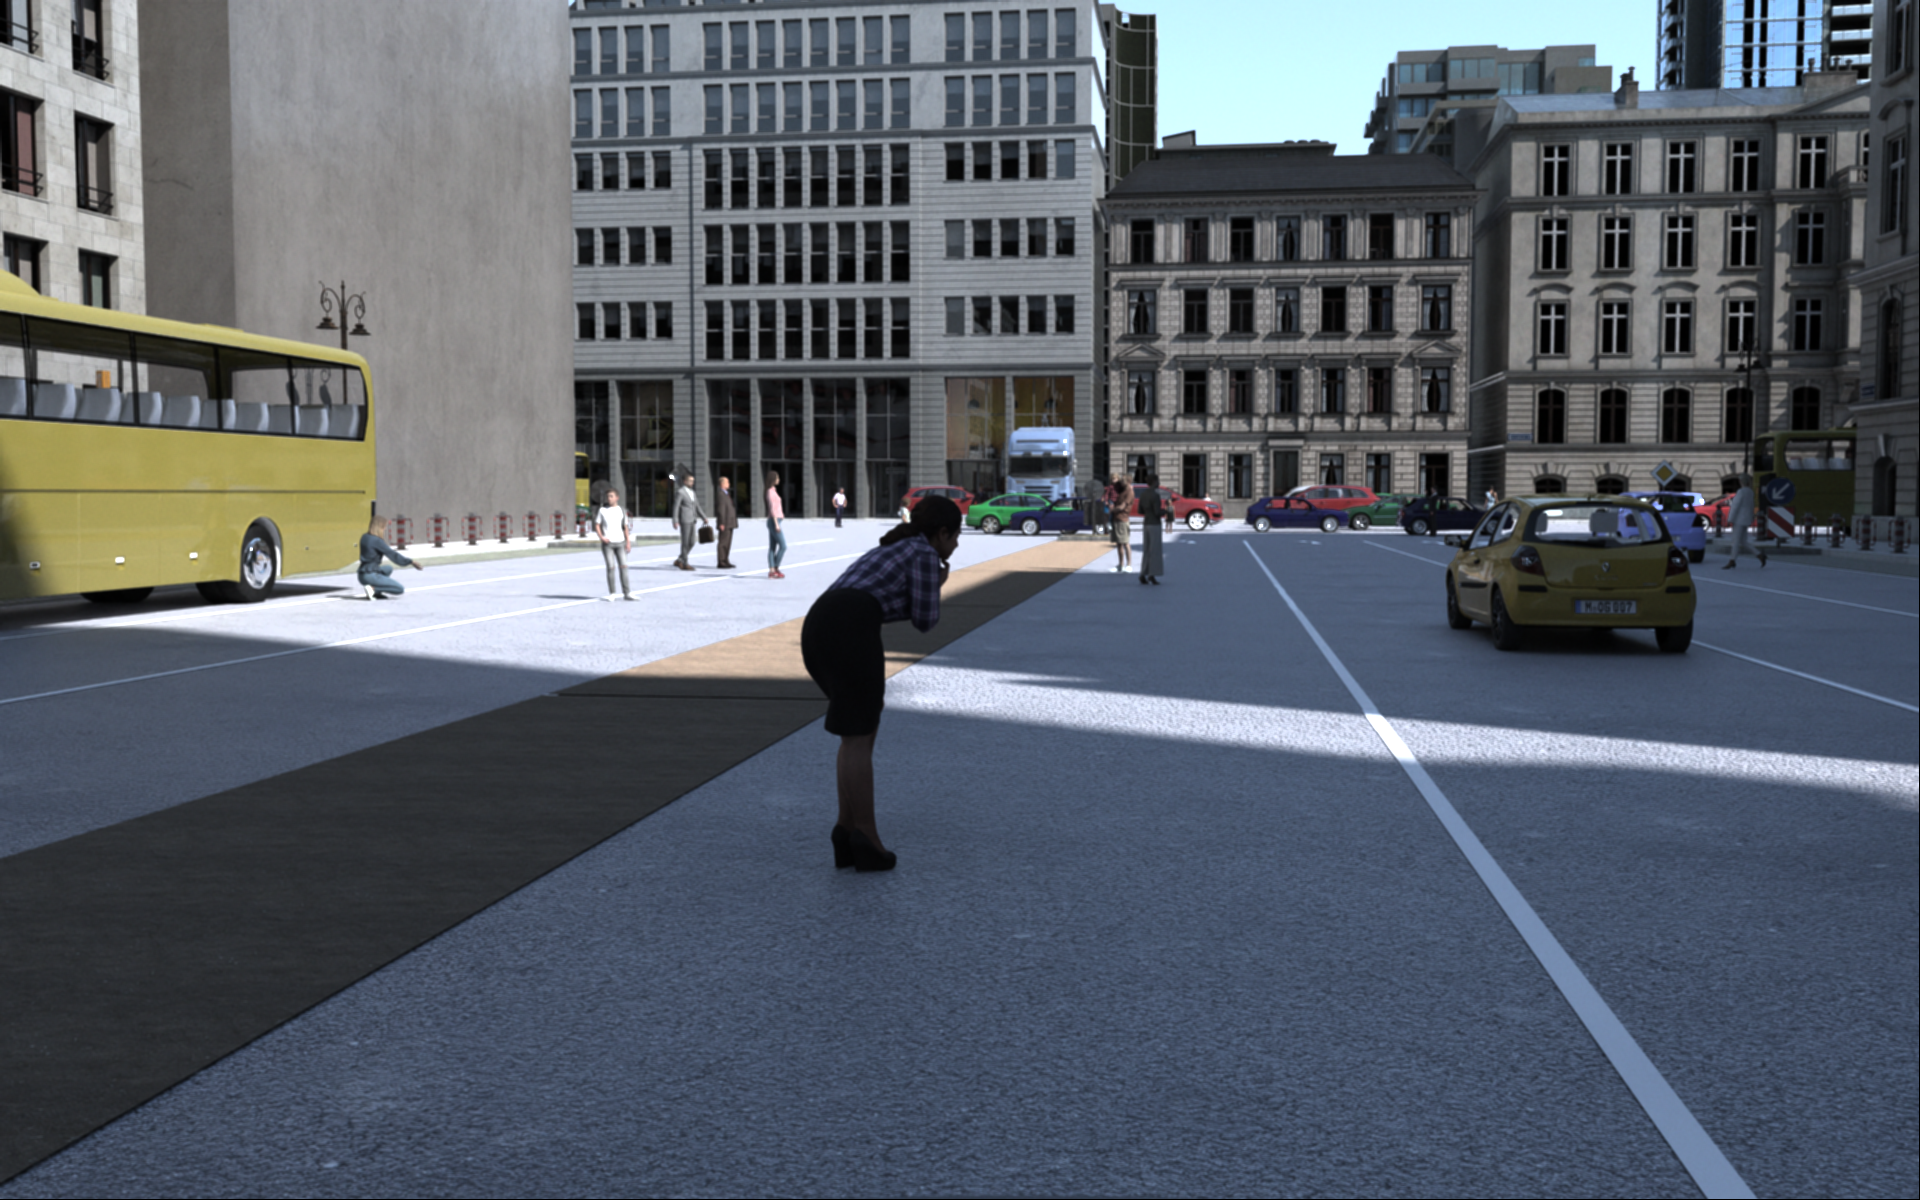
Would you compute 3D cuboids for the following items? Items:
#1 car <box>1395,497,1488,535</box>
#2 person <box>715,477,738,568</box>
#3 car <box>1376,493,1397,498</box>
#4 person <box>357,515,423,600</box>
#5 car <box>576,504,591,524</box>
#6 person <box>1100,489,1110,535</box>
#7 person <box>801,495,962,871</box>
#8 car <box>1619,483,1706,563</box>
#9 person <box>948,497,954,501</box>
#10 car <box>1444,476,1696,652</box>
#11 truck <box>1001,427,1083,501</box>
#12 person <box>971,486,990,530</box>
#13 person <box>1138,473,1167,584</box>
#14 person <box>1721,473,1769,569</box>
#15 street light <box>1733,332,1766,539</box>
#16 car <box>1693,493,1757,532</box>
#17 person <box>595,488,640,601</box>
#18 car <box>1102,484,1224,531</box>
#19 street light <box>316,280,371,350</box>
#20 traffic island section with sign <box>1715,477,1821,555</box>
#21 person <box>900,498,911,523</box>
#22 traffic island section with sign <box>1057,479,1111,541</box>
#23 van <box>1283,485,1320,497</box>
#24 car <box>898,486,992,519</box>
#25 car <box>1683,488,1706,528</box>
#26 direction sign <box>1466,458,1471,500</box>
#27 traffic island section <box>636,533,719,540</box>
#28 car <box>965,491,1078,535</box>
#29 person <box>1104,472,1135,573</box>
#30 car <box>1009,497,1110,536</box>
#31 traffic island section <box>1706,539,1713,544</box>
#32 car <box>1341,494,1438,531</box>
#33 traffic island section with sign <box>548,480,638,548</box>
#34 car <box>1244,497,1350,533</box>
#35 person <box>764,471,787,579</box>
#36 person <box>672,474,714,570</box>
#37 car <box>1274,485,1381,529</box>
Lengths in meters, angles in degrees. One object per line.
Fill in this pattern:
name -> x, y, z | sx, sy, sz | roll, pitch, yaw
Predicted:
car -> 17.303, -2.940, 60.657 | 3.894, 1.354, 1.945 | 0, 4, 6
person -> -4.505, -1.495, 33.502 | 0.434, 1.755, 0.990 | 0, 4, 6
car -> 19.762, -4.544, 83.089 | 4.718, 1.807, 1.959 | 1, 4, 10
person -> -7.918, -0.592, 23.676 | 0.738, 1.151, 1.012 | -3, 5, -44
car -> -19.624, -4.280, 81.784 | 4.920, 1.459, 2.131 | 1, 4, 8
person -> 4.867, -2.869, 57.278 | 0.647, 1.594, 0.662 | -3, 5, -40
person -> -0.291, 0.311, 6.655 | 0.697, 1.427, 0.421 | -3, 4, -37
car -> 14.884, -1.712, 37.584 | 1.945, 1.707, 3.694 | 1, 4, 8
person -> -0.327, -2.057, 46.035 | 0.435, 1.345, 0.340 | 3, 4, 37
car -> 5.929, -0.426, 17.192 | 2.015, 1.641, 3.980 | 0, 4, 7
truck -> 4.234, -5.230, 75.276 | 2.967, 4.110, 18.799 | 1, 4, 8
person -> 0.890, -3.685, 69.307 | 0.990, 1.755, 0.434 | 0, 4, -7
person -> 3.076, -1.127, 27.472 | 0.362, 1.759, 0.519 | -2, 4, -31
person -> 14.960, -1.504, 32.974 | 0.818, 1.842, 0.514 | 2, 4, 29
street light -> 22.520, -4.695, 49.551 | 0.468, 5.910, 1.993 | 1, 4, 8
car -> 28.582, -3.368, 64.108 | 4.494, 1.783, 2.155 | 1, 4, 10
person -> -4.611, -0.745, 23.281 | 0.523, 1.515, 0.503 | 3, 4, 36
car -> 7.716, -3.643, 68.230 | 5.304, 1.827, 2.281 | 1, 4, 9
street light -> -13.359, -3.968, 37.664 | 0.468, 5.910, 1.993 | 1, 4, 8
traffic island section with sign -> 19.293, -2.011, 41.500 | 1.989, 1.847, 2.006 | 1, 4, 8
person -> -1.307, -1.833, 42.375 | 0.340, 1.345, 0.435 | -1, 4, -19
traffic island section with sign -> 4.082, -2.767, 53.376 | 2.006, 1.907, 1.989 | 1, 4, 8
van -> 15.790, -4.499, 80.573 | 4.112, 2.044, 2.013 | 0, 4, 7
car -> -0.206, -4.352, 79.820 | 5.304, 1.827, 2.281 | 1, 4, 9
car -> 28.391, -3.702, 70.115 | 3.694, 1.707, 1.945 | 0, 4, 7
direction sign -> 32.035, -7.188, 109.522 | 0.876, 3.537, 0.379 | 2, 4, 31
traffic island section -> -8.878, -2.001, 55.000 | 2.009, 0.180, 2.903 | 1, 4, 8
car -> 2.545, -3.264, 62.155 | 4.718, 1.807, 1.959 | 1, 4, 9
person -> 2.945, -1.429, 31.843 | 0.580, 1.828, 0.573 | 1, 4, 18
car -> 3.650, -2.886, 59.761 | 3.894, 1.354, 1.945 | 0, 4, 6
traffic island section -> 20.609, -1.742, 50.761 | 2.009, 0.180, 2.903 | 1, 4, 8
car -> 17.246, -3.465, 68.445 | 4.920, 1.459, 2.131 | 1, 4, 8
traffic island section with sign -> -9.770, -2.316, 46.496 | 1.989, 1.847, 2.006 | 1, 4, 8
car -> 12.698, -3.226, 65.332 | 3.894, 1.354, 1.945 | 0, 4, 8
person -> -3.134, -1.276, 29.368 | 0.388, 1.821, 0.555 | -1, 4, -20
person -> -5.104, -1.467, 32.601 | 0.853, 1.813, 0.709 | 2, 4, 24
car -> 15.000, -3.896, 72.371 | 5.304, 1.827, 2.281 | 0, 4, 7
